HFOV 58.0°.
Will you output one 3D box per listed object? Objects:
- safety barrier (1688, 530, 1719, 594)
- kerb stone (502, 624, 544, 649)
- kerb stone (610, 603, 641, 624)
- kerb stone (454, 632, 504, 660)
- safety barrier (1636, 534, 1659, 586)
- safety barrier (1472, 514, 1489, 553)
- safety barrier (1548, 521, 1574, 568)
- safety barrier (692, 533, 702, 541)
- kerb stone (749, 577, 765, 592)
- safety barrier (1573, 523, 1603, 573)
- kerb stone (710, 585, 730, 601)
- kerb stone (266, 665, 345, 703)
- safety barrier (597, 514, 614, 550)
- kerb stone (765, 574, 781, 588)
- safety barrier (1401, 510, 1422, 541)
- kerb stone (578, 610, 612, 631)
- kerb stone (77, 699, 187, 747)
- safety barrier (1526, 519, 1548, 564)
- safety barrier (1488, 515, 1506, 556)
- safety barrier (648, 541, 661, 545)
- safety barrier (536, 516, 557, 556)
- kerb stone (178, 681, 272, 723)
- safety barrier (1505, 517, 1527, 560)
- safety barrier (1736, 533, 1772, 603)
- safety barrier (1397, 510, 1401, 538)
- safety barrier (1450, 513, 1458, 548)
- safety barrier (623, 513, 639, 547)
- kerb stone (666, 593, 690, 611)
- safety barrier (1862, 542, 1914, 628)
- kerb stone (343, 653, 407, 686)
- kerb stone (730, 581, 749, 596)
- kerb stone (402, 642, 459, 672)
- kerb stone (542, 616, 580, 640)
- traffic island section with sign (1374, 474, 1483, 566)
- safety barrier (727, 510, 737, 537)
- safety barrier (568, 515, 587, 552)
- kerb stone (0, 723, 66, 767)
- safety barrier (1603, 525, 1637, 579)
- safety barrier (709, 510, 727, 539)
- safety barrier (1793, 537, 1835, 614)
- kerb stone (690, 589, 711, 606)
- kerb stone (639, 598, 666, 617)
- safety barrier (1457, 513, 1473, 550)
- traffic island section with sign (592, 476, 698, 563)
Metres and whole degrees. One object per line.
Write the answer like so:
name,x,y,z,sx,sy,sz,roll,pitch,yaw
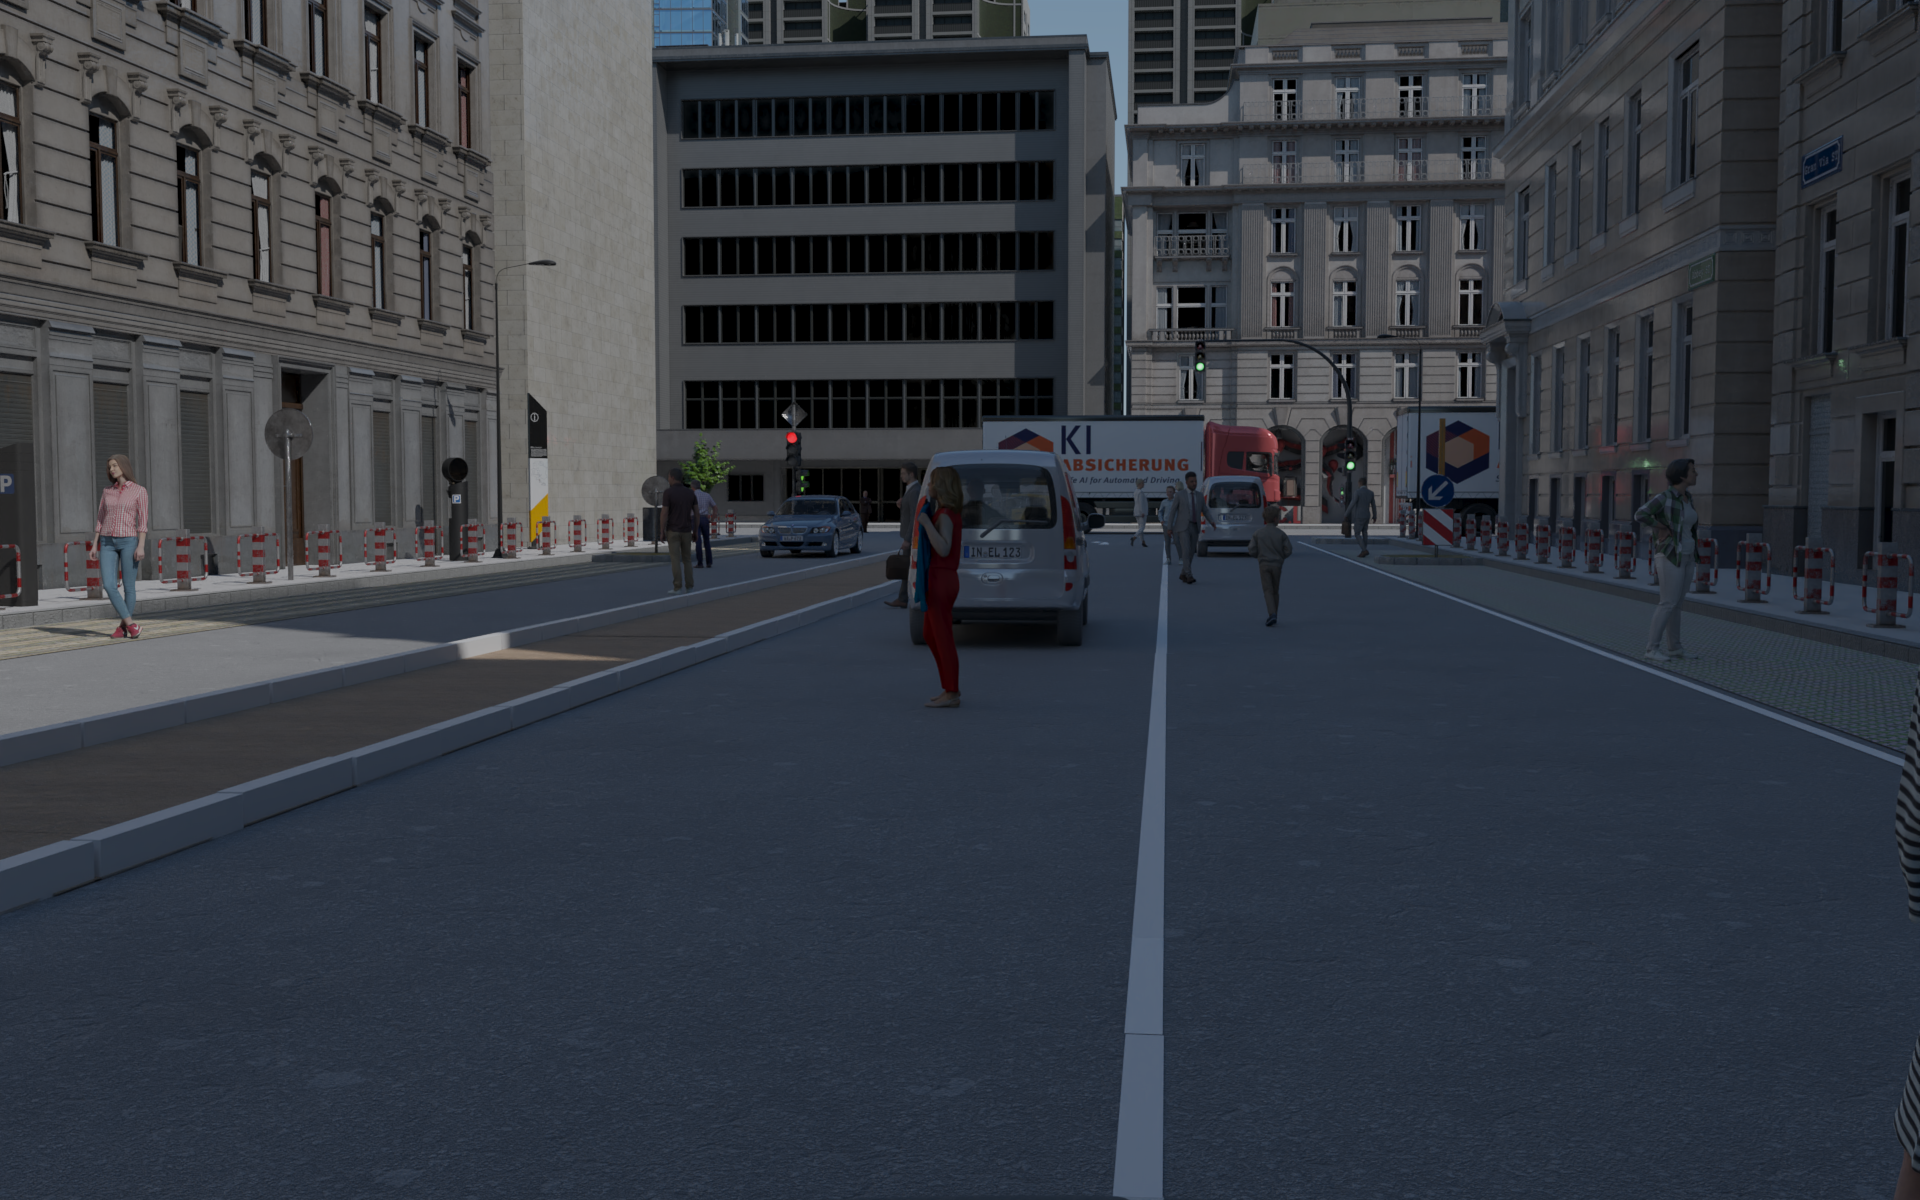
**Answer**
safety barrier,9.586,-0.493,22.335,0.300,0.817,1.120,0,4,7
kerb stone,-4.186,0.358,16.347,0.120,0.150,1.000,0,4,7
kerb stone,-3.817,0.172,19.397,0.120,0.150,1.000,0,4,7
kerb stone,-4.308,0.420,15.329,0.120,0.150,1.000,0,4,7
safety barrier,9.813,-0.610,24.248,0.300,0.817,1.120,0,4,7
safety barrier,11.414,-1.425,37.578,0.300,0.817,1.120,0,4,7
safety barrier,10.502,-0.959,29.962,0.300,0.817,1.120,0,4,7
safety barrier,-7.274,-2.041,47.643,0.300,0.817,1.120,0,4,7
kerb stone,-3.079,-0.204,25.528,0.120,0.150,1.000,0,4,7
safety barrier,10.271,-0.843,28.054,0.300,0.817,1.120,0,4,7
kerb stone,-3.335,-0.078,23.478,0.120,0.150,1.000,0,4,7
kerb stone,-4.673,0.607,12.278,0.120,0.150,1.000,0,4,7
safety barrier,-8.189,-1.574,40.012,0.300,0.817,1.120,0,4,7
kerb stone,-2.957,-0.266,26.545,0.120,0.150,1.000,0,4,7
safety barrier,12.793,-2.126,49.029,0.300,0.817,1.120,0,4,7
kerb stone,-3.937,0.237,18.380,0.120,0.150,1.000,0,4,7
kerb stone,-4.920,0.732,10.232,0.120,0.150,1.000,0,4,7
safety barrier,10.731,-1.076,31.868,0.300,0.817,1.120,0,4,7
safety barrier,11.187,-1.309,35.674,0.300,0.817,1.120,0,4,7
safety barrier,-7.728,-1.807,43.819,0.300,0.817,1.120,0,4,7
safety barrier,-8.646,-1.341,36.204,0.300,0.817,1.120,0,4,7
kerb stone,-4.799,0.669,11.249,0.120,0.150,1.000,0,4,7
safety barrier,10.957,-1.192,33.771,0.300,0.817,1.120,0,4,7
safety barrier,9.359,-0.376,20.428,0.300,0.817,1.120,0,4,7
safety barrier,13.024,-2.242,50.931,0.300,0.817,1.120,0,4,7
safety barrier,11.875,-1.659,41.394,0.300,0.817,1.120,0,4,7
safety barrier,-7.965,-1.691,41.917,0.300,0.817,1.120,0,4,7
kerb stone,-3.574,0.046,21.442,0.120,0.150,1.000,0,4,7
safety barrier,8.898,-0.144,16.622,0.300,0.817,1.120,0,4,7
kerb stone,-4.544,0.544,13.295,0.120,0.150,1.000,0,4,7
kerb stone,-3.202,-0.141,24.505,0.120,0.150,1.000,0,4,7
kerb stone,-4.424,0.482,14.312,0.120,0.150,1.000,0,4,7
kerb stone,-4.061,0.296,17.363,0.120,0.150,1.000,0,4,7
traffic island section with sign,9.567,-1.645,35.524,1.989,1.847,2.006,0,4,7
safety barrier,-6.809,-2.276,51.486,0.300,0.817,1.120,0,4,7
safety barrier,-8.415,-1.458,38.108,0.300,0.817,1.120,0,4,7
kerb stone,-5.044,0.794,9.215,0.120,0.150,1.000,0,4,7
safety barrier,10.045,-0.726,26.150,0.300,0.817,1.120,0,4,7
safety barrier,-7.039,-2.159,49.570,0.300,0.817,1.120,0,4,7
safety barrier,9.128,-0.260,18.525,0.300,0.817,1.120,0,4,7
kerb stone,-3.451,-0.013,22.459,0.120,0.150,1.000,0,4,7
kerb stone,-3.694,0.109,20.419,0.120,0.150,1.000,0,4,7
safety barrier,11.649,-1.542,39.489,0.300,0.817,1.120,0,4,7
traffic island section with sign,-6.597,-1.733,36.959,1.989,1.847,2.006,0,4,7
